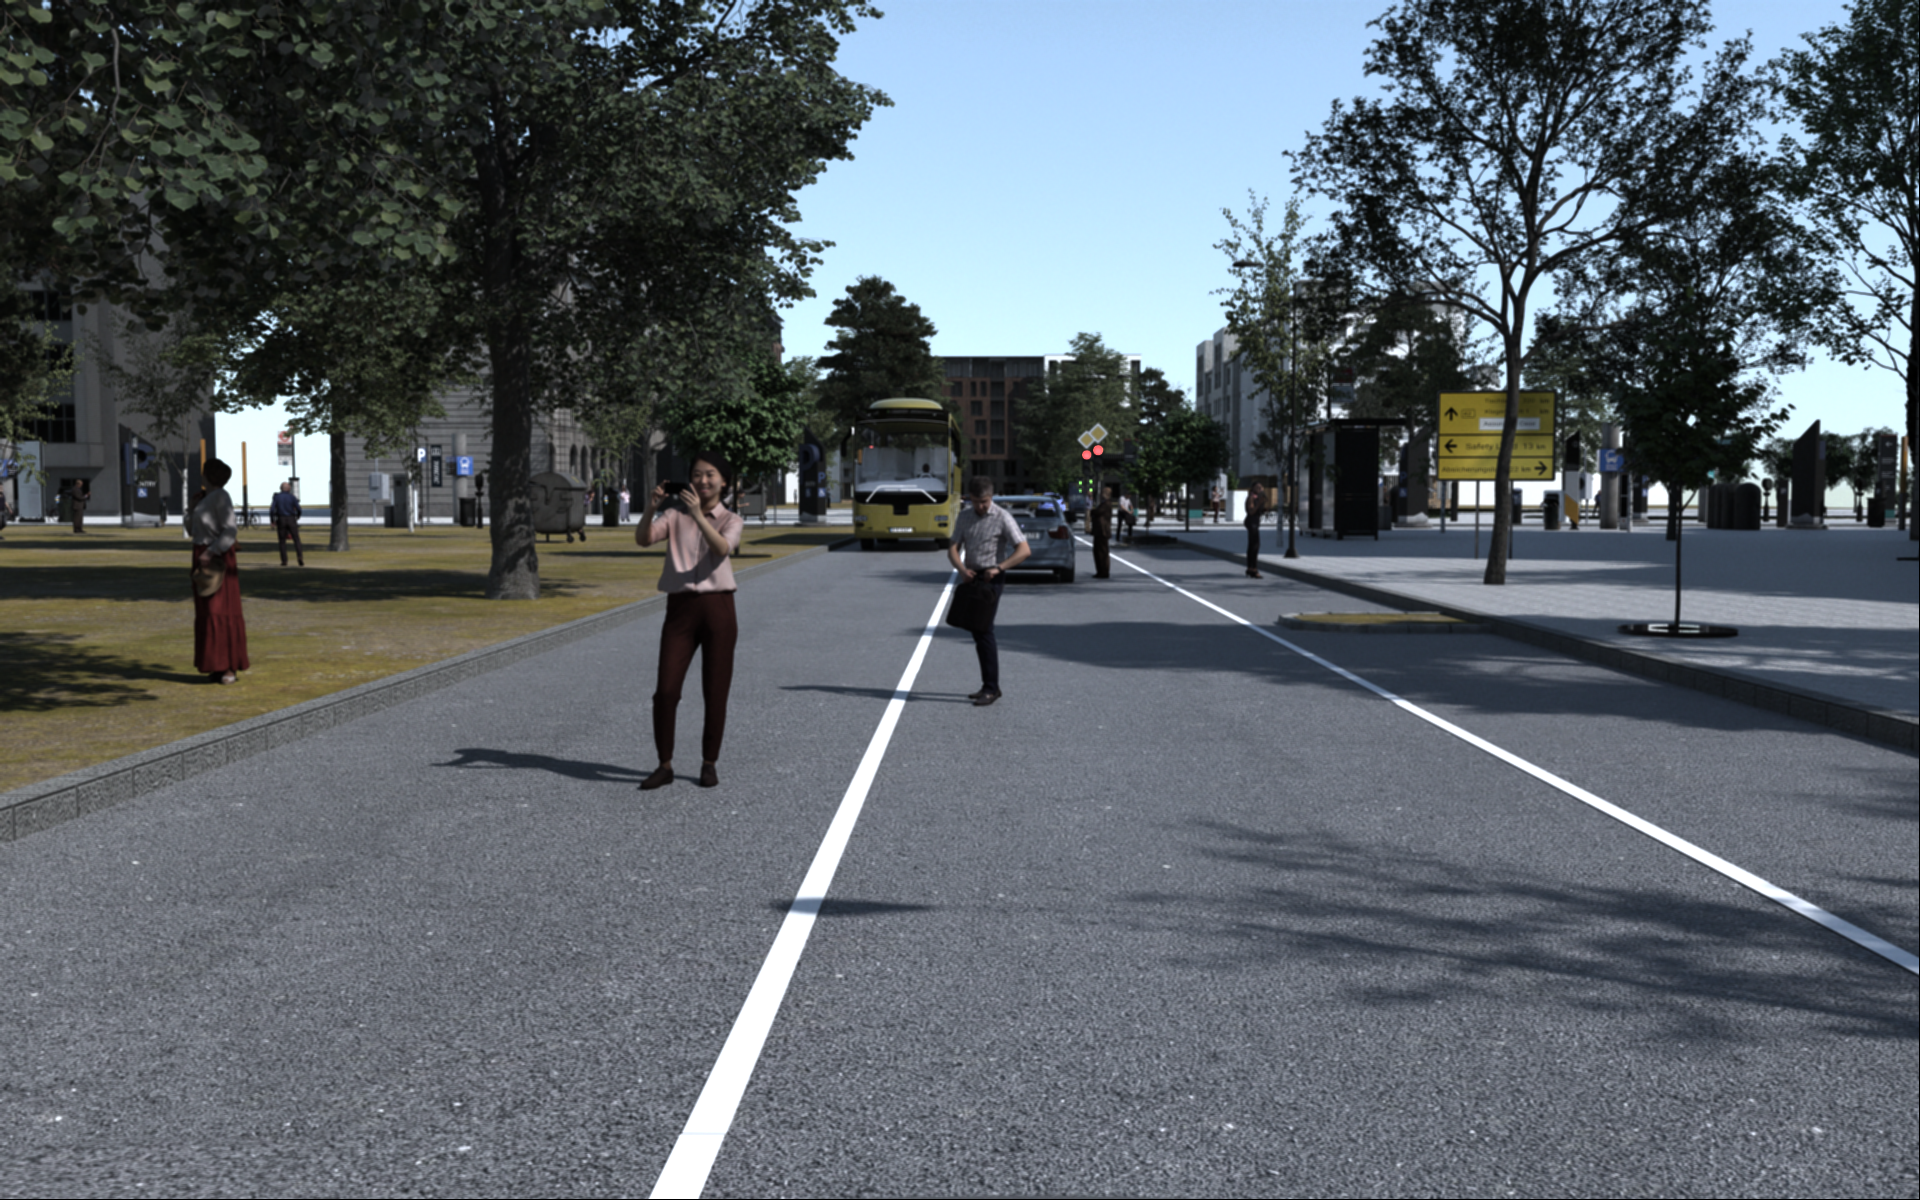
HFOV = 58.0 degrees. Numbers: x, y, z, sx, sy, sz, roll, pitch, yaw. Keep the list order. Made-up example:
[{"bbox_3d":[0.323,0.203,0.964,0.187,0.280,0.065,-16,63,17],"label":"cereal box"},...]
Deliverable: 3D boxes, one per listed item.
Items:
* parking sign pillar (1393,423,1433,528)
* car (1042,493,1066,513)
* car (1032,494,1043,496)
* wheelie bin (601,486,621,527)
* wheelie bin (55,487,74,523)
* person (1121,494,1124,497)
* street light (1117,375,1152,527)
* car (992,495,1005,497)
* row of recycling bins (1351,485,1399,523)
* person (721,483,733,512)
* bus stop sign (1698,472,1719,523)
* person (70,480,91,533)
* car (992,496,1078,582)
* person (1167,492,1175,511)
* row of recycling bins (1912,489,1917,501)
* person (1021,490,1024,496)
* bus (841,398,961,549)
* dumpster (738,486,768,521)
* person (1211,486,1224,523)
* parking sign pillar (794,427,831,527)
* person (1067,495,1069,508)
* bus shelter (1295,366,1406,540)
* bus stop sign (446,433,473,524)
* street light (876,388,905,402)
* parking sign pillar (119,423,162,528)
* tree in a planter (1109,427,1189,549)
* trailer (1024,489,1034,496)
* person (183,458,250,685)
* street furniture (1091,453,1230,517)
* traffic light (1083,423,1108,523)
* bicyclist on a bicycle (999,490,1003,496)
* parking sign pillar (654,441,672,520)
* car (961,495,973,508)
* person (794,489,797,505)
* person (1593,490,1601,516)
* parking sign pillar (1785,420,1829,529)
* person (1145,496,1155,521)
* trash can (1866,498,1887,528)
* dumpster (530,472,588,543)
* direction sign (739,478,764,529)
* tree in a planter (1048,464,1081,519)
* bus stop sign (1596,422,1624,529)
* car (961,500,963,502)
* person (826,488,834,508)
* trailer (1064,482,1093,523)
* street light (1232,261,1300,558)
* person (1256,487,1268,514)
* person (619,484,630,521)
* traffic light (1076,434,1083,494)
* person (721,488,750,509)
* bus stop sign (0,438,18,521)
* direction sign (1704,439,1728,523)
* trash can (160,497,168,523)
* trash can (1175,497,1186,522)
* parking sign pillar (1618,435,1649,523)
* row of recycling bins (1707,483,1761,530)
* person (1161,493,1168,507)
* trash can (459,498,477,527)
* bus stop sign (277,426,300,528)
[{"bbox_3d":[17.189,-4.717,65.595,1.447,3.967,1.447,-3,4,-39],"label":"parking sign pillar"},{"bbox_3d":[5.996,-6.362,113.608,1.945,1.707,3.694,0,4,1],"label":"car"},{"bbox_3d":[6.641,-8.207,144.407,2.015,1.641,3.980,0,4,1],"label":"car"},{"bbox_3d":[-13.663,-3.667,67.868,0.693,1.594,0.980,0,4,1],"label":"wheelie bin"},{"bbox_3d":[-39.683,-4.229,77.047,0.693,1.594,0.980,3,4,38],"label":"wheelie bin"},{"bbox_3d":[15.604,-9.540,165.254,0.421,1.427,0.697,-2,4,-26],"label":"person"},{"bbox_3d":[6.786,-5.805,67.447,1.470,5.913,1.316,0,4,1],"label":"street light"},{"bbox_3d":[4.050,-10.302,180.798,2.083,1.381,4.827,0,4,3],"label":"car"},{"bbox_3d":[19.020,-4.253,76.654,3.534,1.692,1.069,-1,4,-16],"label":"row of recycling bins"},{"bbox_3d":[-9.004,-3.698,67.334,0.431,1.722,0.655,2,4,25],"label":"person"},{"bbox_3d":[33.659,-5.449,78.109,0.837,3.901,0.837,3,5,43],"label":"bus stop sign"},{"bbox_3d":[-28.865,-3.065,56.845,0.600,1.739,0.565,-3,5,-42],"label":"person"},{"bbox_3d":[1.013,-1.063,29.385,2.014,1.417,4.499,0,4,1],"label":"car"},{"bbox_3d":[16.039,-7.547,132.132,0.600,1.496,0.574,-1,4,-14],"label":"person"},{"bbox_3d":[36.627,-3.486,64.105,1.069,1.692,3.534,-1,4,-9],"label":"row of recycling bins"},{"bbox_3d":[7.272,-11.852,201.916,0.705,1.869,1.348,0,4,5],"label":"person"},{"bbox_3d":[-1.340,-3.461,48.130,2.896,3.916,12.252,0,4,1],"label":"bus"},{"bbox_3d":[-9.876,-4.684,82.341,1.264,1.857,1.865,0,4,1],"label":"dumpster"},{"bbox_3d":[11.403,-4.234,76.731,0.517,1.644,0.566,0,4,-3],"label":"person"},{"bbox_3d":[-5.750,-4.828,67.406,1.447,3.967,1.447,-3,5,-39],"label":"parking sign pillar"},{"bbox_3d":[10.193,-9.572,162.420,0.599,1.838,0.709,1,4,17],"label":"person"},{"bbox_3d":[11.291,-4.549,52.007,2.179,5.291,8.768,0,4,1],"label":"bus shelter"},{"bbox_3d":[-21.807,-5.289,75.492,0.837,3.901,0.837,3,5,40],"label":"bus stop sign"},{"bbox_3d":[-3.127,-6.327,75.992,1.470,5.913,1.316,0,4,1],"label":"street light"},{"bbox_3d":[-31.370,-4.756,66.235,1.447,3.967,1.447,-3,5,-45],"label":"parking sign pillar"},{"bbox_3d":[4.990,-2.983,46.000,1.991,3.239,1.994,0,4,1],"label":"tree in a planter"},{"bbox_3d":[7.529,-11.190,190.002,1.471,1.999,3.904,0,3,0],"label":"trailer"},{"bbox_3d":[-5.067,-0.202,11.809,0.387,1.526,0.523,-3,4,-38],"label":"person"},{"bbox_3d":[11.246,-6.483,98.106,7.346,3.524,5.398,0,4,1],"label":"street furniture"},{"bbox_3d":[5.343,-4.785,67.487,0.839,4.213,0.868,0,4,1],"label":"traffic light"},{"bbox_3d":[2.049,-4.694,86.764,1.499,1.676,1.625,0,4,1],"label":"bicyclist on a bicycle"},{"bbox_3d":[-13.272,-5.551,79.232,1.447,3.967,1.447,3,4,36],"label":"parking sign pillar"},{"bbox_3d":[0.614,-8.217,146.931,1.945,1.354,3.894,0,4,0],"label":"car"},{"bbox_3d":[-19.080,-11.938,201.211,0.705,1.826,1.348,-1,4,-12],"label":"person"},{"bbox_3d":[35.704,-5.397,96.983,0.574,1.496,0.600,2,4,28],"label":"person"},{"bbox_3d":[31.018,-4.578,63.322,1.447,3.967,1.447,-1,4,-11],"label":"parking sign pillar"},{"bbox_3d":[8.928,-4.471,81.408,0.482,1.546,0.388,0,4,1],"label":"person"},{"bbox_3d":[35.176,-3.354,66.493,0.748,1.137,0.748,0,3,0],"label":"trash can"},{"bbox_3d":[-10.689,-2.457,45.938,1.264,1.857,1.865,0,4,1],"label":"dumpster"},{"bbox_3d":[-8.143,-4.568,63.445,2.525,3.948,1.411,0,4,5],"label":"direction sign"},{"bbox_3d":[5.958,-6.295,100.148,1.991,3.239,1.994,0,4,1],"label":"tree in a planter"},{"bbox_3d":[23.786,-4.549,63.391,0.837,3.901,0.837,1,4,13],"label":"bus stop sign"},{"bbox_3d":[-0.798,-6.459,117.967,2.083,1.381,4.827,0,4,2],"label":"car"},{"bbox_3d":[-12.022,-9.342,158.767,0.705,1.826,1.348,-3,5,-44],"label":"person"},{"bbox_3d":[5.856,-4.799,85.513,1.471,1.999,3.904,0,4,2],"label":"trailer"},{"bbox_3d":[6.125,-3.798,34.646,1.470,5.913,1.316,0,4,1],"label":"street light"},{"bbox_3d":[18.225,-6.001,104.716,0.434,1.755,0.990,-3,5,-42],"label":"person"},{"bbox_3d":[-15.707,-4.539,80.932,0.551,1.740,0.621,-2,4,-33],"label":"person"},{"bbox_3d":[5.485,-5.274,75.471,0.839,4.213,0.868,0,4,1],"label":"traffic light"},{"bbox_3d":[-5.922,-2.180,44.883,0.799,1.438,0.628,-2,4,-25],"label":"person"},{"bbox_3d":[-45.204,-5.689,82.034,0.837,3.901,0.837,0,4,7],"label":"bus stop sign"},{"bbox_3d":[33.134,-5.309,75.564,1.411,3.948,2.525,3,5,43],"label":"direction sign"},{"bbox_3d":[-35.934,-4.038,77.678,0.748,1.137,0.748,0,3,0],"label":"trash can"},{"bbox_3d":[10.443,-4.244,81.049,0.748,1.137,0.748,0,3,0],"label":"trash can"},{"bbox_3d":[29.683,-5.378,76.406,1.447,3.967,1.447,-2,4,-30],"label":"parking sign pillar"},{"bbox_3d":[28.175,-3.428,63.155,1.069,1.692,3.534,0,4,5],"label":"row of recycling bins"},{"bbox_3d":[20.801,-10.461,177.169,0.705,1.812,1.348,-3,4,-37],"label":"person"},{"bbox_3d":[-19.240,-3.429,67.716,0.748,1.137,0.748,0,3,0],"label":"trash can"},{"bbox_3d":[-25.646,-4.737,66.157,0.416,3.939,0.855,3,4,39],"label":"bus stop sign"}]
